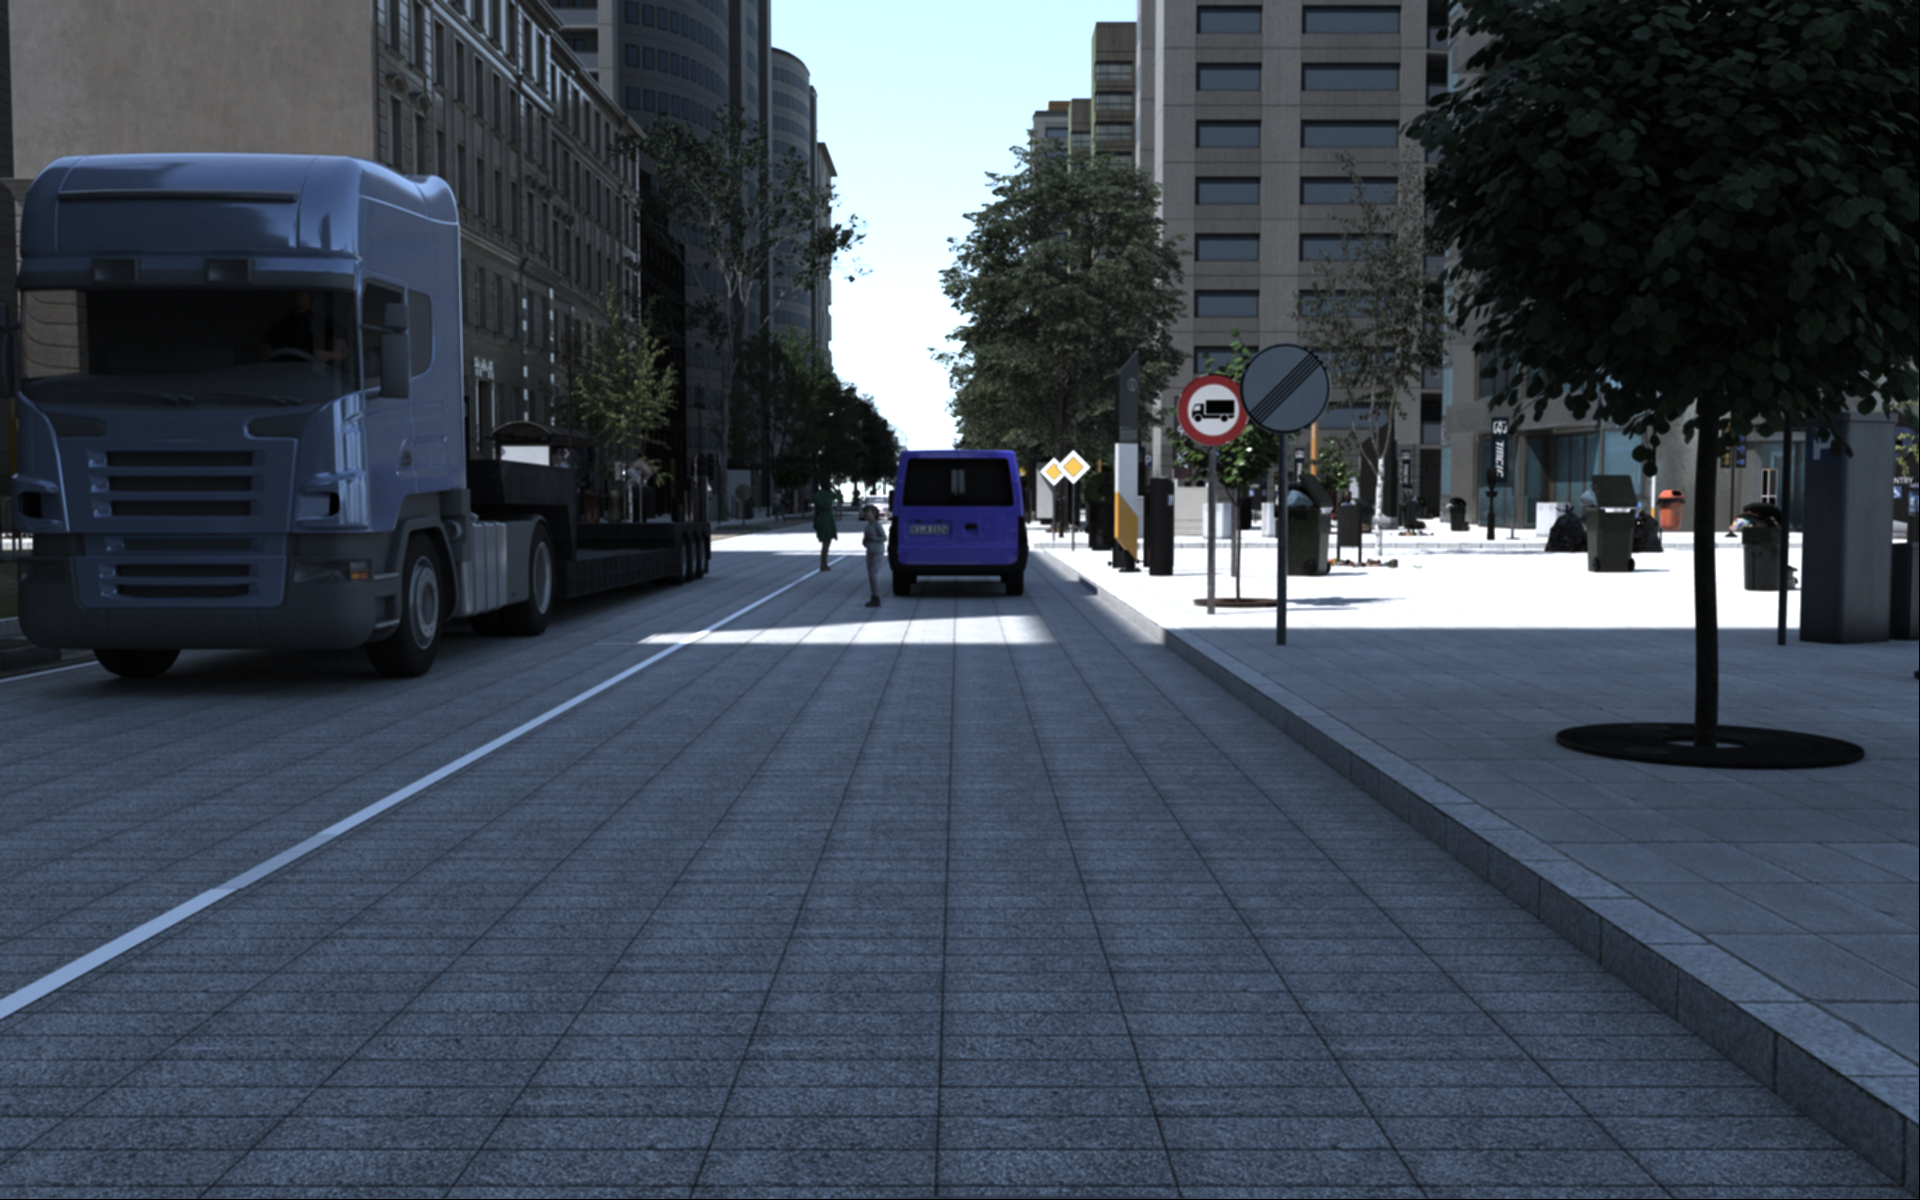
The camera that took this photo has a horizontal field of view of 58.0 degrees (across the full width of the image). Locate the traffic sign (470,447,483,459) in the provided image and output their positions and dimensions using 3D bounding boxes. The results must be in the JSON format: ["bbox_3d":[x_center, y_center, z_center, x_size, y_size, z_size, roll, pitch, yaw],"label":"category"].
[{"bbox_3d":[-13.127,-2.825,46.294,0.768,2.556,0.104,0,4,3],"label":"traffic sign"}]

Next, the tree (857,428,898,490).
[{"bbox_3d":[-11.356,-17.488,220.339,7.601,10.594,8.767,-3,5,-42],"label":"tree"}]

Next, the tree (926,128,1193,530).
[{"bbox_3d":[3.699,-9.491,61.832,9.857,13.997,8.962,0,3,0],"label":"tree"}]

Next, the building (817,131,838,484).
[{"bbox_3d":[-32.990,-40.698,254.651,28.713,52.752,27.495,0,3,0],"label":"building"}]

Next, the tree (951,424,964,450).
[{"bbox_3d":[4.139,-16.924,187.084,12.009,13.543,11.850,0,3,0],"label":"tree"}]

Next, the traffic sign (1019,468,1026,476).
[{"bbox_3d":[3.553,-7.719,120.085,2.265,3.308,0.079,1,4,8],"label":"traffic sign"}]

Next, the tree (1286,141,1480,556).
[{"bbox_3d":[8.711,-5.231,35.885,4.360,8.622,3.978,0,3,0],"label":"tree"}]

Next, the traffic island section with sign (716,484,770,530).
[{"bbox_3d":[-8.679,-3.727,69.572,1.989,1.847,2.006,0,3,0],"label":"traffic island section with sign"}]

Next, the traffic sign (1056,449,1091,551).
[{"bbox_3d":[2.544,-2.159,38.935,0.795,2.450,0.064,0,3,0],"label":"traffic sign"}]

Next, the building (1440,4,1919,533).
[{"bbox_3d":[34.216,-27.311,66.146,30.456,49.044,23.786,0,3,0],"label":"building"}]

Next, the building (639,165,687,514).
[{"bbox_3d":[-25.229,-17.299,112.520,12.332,23.373,15.834,0,3,0],"label":"building"}]

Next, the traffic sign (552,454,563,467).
[{"bbox_3d":[-12.914,-3.389,55.509,0.768,2.556,0.104,1,4,10],"label":"traffic sign"}]

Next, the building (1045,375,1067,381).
[{"bbox_3d":[25.601,-24.024,237.836,27.650,21.520,28.899,0,3,0],"label":"building"}]

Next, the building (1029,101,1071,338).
[{"bbox_3d":[21.132,-44.289,266.115,21.231,58.520,28.212,0,3,0],"label":"building"}]

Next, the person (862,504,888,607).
[{"bbox_3d":[-1.112,-0.570,22.105,0.425,1.301,0.394,2,4,32],"label":"person"}]

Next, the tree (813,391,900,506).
[{"bbox_3d":[-11.167,-16.498,186.741,9.611,12.733,9.660,0,3,0],"label":"tree"}]

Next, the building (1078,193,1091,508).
[{"bbox_3d":[18.367,-24.269,168.498,14.160,30.474,14.107,0,3,0],"label":"building"}]

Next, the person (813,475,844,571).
[{"bbox_3d":[-2.532,-1.450,32.449,0.600,1.795,0.529,2,4,23],"label":"person"}]

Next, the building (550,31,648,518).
[{"bbox_3d":[-24.755,-18.012,91.753,12.463,27.353,25.104,0,3,0],"label":"building"}]

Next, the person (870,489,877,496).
[{"bbox_3d":[-6.803,-7.902,137.712,1.348,1.821,0.705,-2,4,-33],"label":"person"}]

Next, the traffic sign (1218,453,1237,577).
[{"bbox_3d":[4.242,-1.631,26.770,0.768,2.556,0.104,1,4,9],"label":"traffic sign"}]

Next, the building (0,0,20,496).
[{"bbox_3d":[-47.801,-17.230,59.211,29.804,29.767,11.434,0,3,0],"label":"building"}]

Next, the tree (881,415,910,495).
[{"bbox_3d":[-11.668,-21.774,266.376,12.009,13.543,11.850,0,3,0],"label":"tree"}]

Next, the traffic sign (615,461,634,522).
[{"bbox_3d":[-10.312,-3.129,53.284,0.606,2.300,0.079,0,4,2],"label":"traffic sign"}]

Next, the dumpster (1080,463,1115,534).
[{"bbox_3d":[4.651,-3.242,55.495,1.502,2.255,1.985,0,3,0],"label":"dumpster"}]

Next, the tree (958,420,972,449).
[{"bbox_3d":[3.437,-19.643,239.295,7.486,12.596,7.792,0,3,0],"label":"tree"}]

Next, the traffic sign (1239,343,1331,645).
[{"bbox_3d":[2.739,-0.892,14.688,0.768,2.556,0.104,0,4,2],"label":"traffic sign"}]

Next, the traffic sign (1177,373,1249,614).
[{"bbox_3d":[2.682,-1.120,18.411,0.768,2.556,0.104,0,4,3],"label":"traffic sign"}]

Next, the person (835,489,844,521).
[{"bbox_3d":[-6.500,-5.126,93.321,0.522,1.701,0.512,1,4,11],"label":"person"}]

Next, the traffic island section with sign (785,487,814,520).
[{"bbox_3d":[-8.687,-5.376,96.527,1.989,1.847,2.006,0,3,0],"label":"traffic island section with sign"}]

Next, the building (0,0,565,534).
[{"bbox_3d":[-24.019,-16.459,66.373,12.463,27.353,25.104,0,3,0],"label":"building"}]

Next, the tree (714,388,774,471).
[{"bbox_3d":[-15.023,-10.254,118.007,4.737,8.622,4.395,0,3,0],"label":"tree"}]

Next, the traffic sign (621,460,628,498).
[{"bbox_3d":[-12.428,-3.918,64.162,0.768,2.556,0.104,0,4,7],"label":"traffic sign"}]

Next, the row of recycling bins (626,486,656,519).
[{"bbox_3d":[-16.742,-5.132,91.013,1.069,1.692,3.534,0,4,5],"label":"row of recycling bins"}]

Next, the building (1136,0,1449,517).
[{"bbox_3d":[21.345,-34.494,105.980,21.231,58.520,28.212,0,3,0],"label":"building"}]

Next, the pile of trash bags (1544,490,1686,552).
[{"bbox_3d":[14.874,-1.769,38.682,3.447,1.369,1.912,-2,4,-28],"label":"pile of trash bags"}]

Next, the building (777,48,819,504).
[{"bbox_3d":[-30.196,-41.876,226.674,21.231,58.520,28.212,0,3,0],"label":"building"}]

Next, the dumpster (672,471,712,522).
[{"bbox_3d":[-11.491,-4.387,74.223,1.502,2.255,1.985,0,4,0],"label":"dumpster"}]

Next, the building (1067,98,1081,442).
[{"bbox_3d":[18.235,-30.504,182.334,14.154,41.232,14.086,0,3,0],"label":"building"}]

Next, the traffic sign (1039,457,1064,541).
[{"bbox_3d":[2.544,-2.647,46.920,0.795,2.450,0.064,0,3,0],"label":"traffic sign"}]

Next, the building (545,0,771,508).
[{"bbox_3d":[-29.723,-38.038,163.927,21.231,58.520,28.212,0,3,0],"label":"building"}]

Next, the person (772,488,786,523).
[{"bbox_3d":[-9.008,-4.721,86.272,0.643,1.750,0.593,2,4,34],"label":"person"}]

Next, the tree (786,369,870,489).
[{"bbox_3d":[-11.882,-14.554,156.088,7.486,12.596,7.792,0,3,0],"label":"tree"}]

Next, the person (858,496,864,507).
[{"bbox_3d":[-6.341,-5.990,110.708,0.425,1.301,0.394,-1,4,-10],"label":"person"}]

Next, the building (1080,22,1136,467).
[{"bbox_3d":[18.480,-28.777,154.100,14.154,41.232,14.086,0,3,0],"label":"building"}]

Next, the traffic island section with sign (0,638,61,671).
[{"bbox_3d":[-8.685,-0.348,14.315,1.989,1.847,2.006,0,3,0],"label":"traffic island section with sign"}]

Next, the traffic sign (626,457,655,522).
[{"bbox_3d":[-8.651,-2.648,46.939,0.795,2.450,0.064,0,3,0],"label":"traffic sign"}]

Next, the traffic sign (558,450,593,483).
[{"bbox_3d":[-8.650,-2.160,38.954,0.795,2.450,0.064,0,3,0],"label":"traffic sign"}]

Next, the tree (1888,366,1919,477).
[{"bbox_3d":[19.793,-5.128,34.208,4.737,8.622,4.395,0,3,0],"label":"tree"}]

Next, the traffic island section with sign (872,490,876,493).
[{"bbox_3d":[-8.687,-10.116,174.017,1.989,1.847,2.006,0,3,0],"label":"traffic island section with sign"}]

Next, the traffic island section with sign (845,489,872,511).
[{"bbox_3d":[-8.685,-8.438,146.586,1.989,1.847,2.006,0,3,0],"label":"traffic island section with sign"}]

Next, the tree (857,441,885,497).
[{"bbox_3d":[-10.941,-15.163,198.281,4.360,8.622,3.978,0,3,0],"label":"tree"}]

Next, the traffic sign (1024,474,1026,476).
[{"bbox_3d":[4.168,-6.378,104.386,0.768,2.556,0.104,0,4,4],"label":"traffic sign"}]
